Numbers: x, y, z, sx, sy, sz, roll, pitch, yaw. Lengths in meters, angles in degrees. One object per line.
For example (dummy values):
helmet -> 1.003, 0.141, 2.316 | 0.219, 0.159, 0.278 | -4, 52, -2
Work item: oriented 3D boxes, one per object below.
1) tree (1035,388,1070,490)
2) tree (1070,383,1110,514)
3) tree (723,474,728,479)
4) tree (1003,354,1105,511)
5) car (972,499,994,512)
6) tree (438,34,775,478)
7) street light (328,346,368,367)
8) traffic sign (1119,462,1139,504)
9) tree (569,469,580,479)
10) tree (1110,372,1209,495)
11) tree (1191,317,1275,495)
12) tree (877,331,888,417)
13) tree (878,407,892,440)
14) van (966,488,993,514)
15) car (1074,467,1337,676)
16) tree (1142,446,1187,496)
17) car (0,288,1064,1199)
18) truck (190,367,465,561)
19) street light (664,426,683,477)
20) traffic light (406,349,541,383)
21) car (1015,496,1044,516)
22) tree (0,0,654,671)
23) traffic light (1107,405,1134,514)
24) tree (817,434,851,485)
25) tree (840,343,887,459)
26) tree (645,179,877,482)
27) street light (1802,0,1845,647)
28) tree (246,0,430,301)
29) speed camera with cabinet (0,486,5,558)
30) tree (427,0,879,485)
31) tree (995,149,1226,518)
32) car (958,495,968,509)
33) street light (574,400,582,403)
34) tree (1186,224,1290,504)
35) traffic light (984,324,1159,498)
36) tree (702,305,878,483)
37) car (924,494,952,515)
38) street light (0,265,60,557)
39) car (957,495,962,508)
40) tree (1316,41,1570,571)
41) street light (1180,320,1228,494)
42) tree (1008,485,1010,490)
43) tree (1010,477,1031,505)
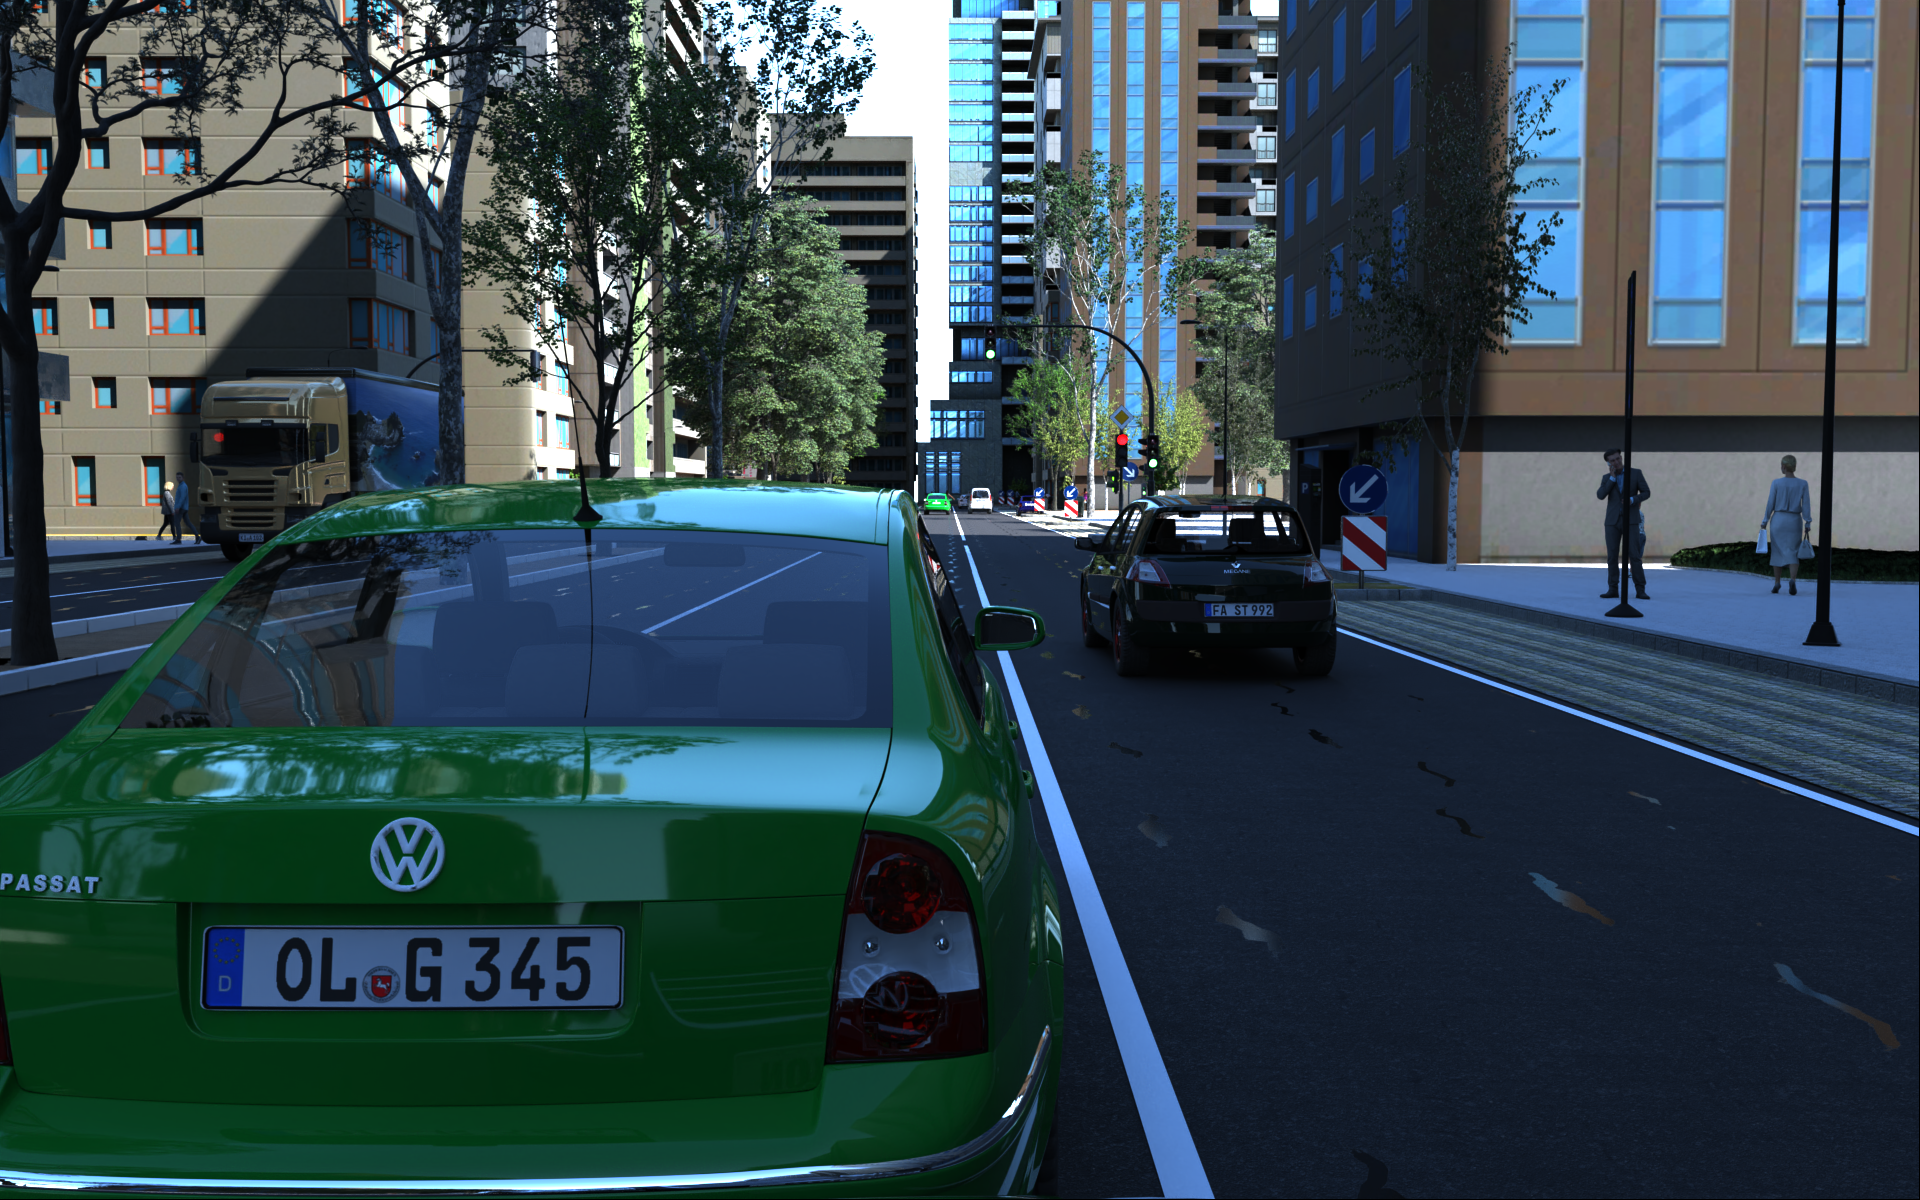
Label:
tree -> 7.380, -10.222, 117.495 | 4.737, 8.622, 4.395 | 0, 3, 0
tree -> 9.610, -9.943, 112.927 | 4.737, 8.622, 4.395 | 0, 3, 0
tree -> -20.238, -9.411, 148.466 | 1.663, 3.219, 1.824 | 0, 3, 0
tree -> 6.993, -12.412, 128.689 | 9.928, 11.665, 9.643 | 0, 3, 0
car -> 1.738, -7.871, 141.055 | 2.083, 1.381, 4.827 | 0, 4, -1
tree -> -8.030, -6.783, 39.120 | 9.928, 11.665, 9.643 | 0, 3, 0
street light -> -19.212, -5.002, 54.327 | 1.470, 5.913, 1.316 | 0, 4, 0
traffic sign -> 6.692, -4.190, 68.611 | 0.768, 2.556, 0.104 | 0, 4, 3
tree -> -20.524, -5.820, 89.758 | 1.663, 3.219, 1.824 | 0, 3, 0
tree -> 12.469, -9.459, 105.019 | 4.737, 8.622, 4.395 | 0, 3, 0
tree -> 11.627, -7.449, 72.157 | 4.360, 8.622, 3.978 | 0, 3, 0
tree -> -8.184, -11.088, 90.399 | 9.857, 13.997, 8.962 | 0, 3, 0
tree -> -8.088, -10.002, 100.397 | 8.767, 10.594, 7.601 | 0, 4, 0
van -> 1.426, -7.261, 125.722 | 2.013, 2.044, 4.112 | 0, 4, -2
car -> 2.045, -0.322, 15.045 | 2.009, 1.686, 4.222 | 0, 4, -1
tree -> 7.140, -4.188, 63.074 | 1.663, 3.219, 1.824 | 0, 3, 0
car -> -0.723, 0.265, 4.469 | 1.959, 1.807, 4.718 | 0, 4, 0
truck -> -14.531, -3.165, 40.654 | 2.839, 4.237, 11.283 | 0, 4, 1
street light -> -19.560, -8.899, 118.042 | 1.470, 5.913, 1.316 | 0, 4, 0
traffic light -> -15.602, -4.882, 54.495 | 4.771, 5.953, 1.251 | 0, 4, 0
car -> 4.522, -6.084, 112.050 | 1.945, 1.354, 3.894 | 0, 3, 0
tree -> -7.732, -6.186, 13.971 | 12.009, 13.543, 11.850 | 0, 3, 0
traffic light -> 5.067, -4.018, 54.614 | 0.839, 4.253, 0.868 | 0, 4, 0
tree -> -8.264, -9.453, 107.375 | 4.737, 8.622, 4.395 | 0, 3, 0
tree -> -8.600, -11.406, 114.700 | 9.928, 11.665, 9.643 | 0, 3, 0
tree -> -8.219, -9.906, 71.069 | 9.857, 13.997, 8.962 | 0, 3, 0
street light -> 6.794, -2.570, 14.562 | 1.470, 5.913, 1.316 | 0, 4, 0
tree -> -9.194, -10.346, 27.503 | 12.611, 20.169, 13.585 | 0, 3, 0
speed camera with cabinet -> -19.339, -2.396, 33.504 | 0.660, 3.252, 2.038 | 0, 4, -2
tree -> -9.514, -12.307, 59.559 | 12.611, 20.169, 13.585 | 0, 3, 0
tree -> 7.985, -14.523, 93.334 | 12.611, 20.169, 13.585 | 0, 3, 0
car -> 0.813, -9.524, 168.081 | 2.083, 1.381, 4.827 | 0, 3, 0
street light -> -19.434, -6.942, 86.049 | 1.470, 5.913, 1.316 | 0, 4, 0
tree -> 15.109, -10.601, 79.977 | 9.857, 13.997, 8.962 | 0, 3, 0
traffic light -> 3.029, -4.392, 46.474 | 4.771, 5.953, 1.251 | 0, 4, 0
tree -> -8.504, -8.807, 80.868 | 8.767, 10.594, 7.601 | 0, 4, 0
car -> -1.571, -6.841, 120.648 | 1.959, 1.807, 4.718 | 0, 4, 1
street light -> -18.990, -3.840, 35.325 | 1.470, 5.913, 1.316 | 0, 4, 0
car -> 0.733, -9.944, 174.939 | 2.083, 1.381, 4.827 | 0, 4, 0
tree -> 8.197, -4.805, 28.924 | 4.360, 8.622, 3.978 | 0, 3, 0
street light -> 6.556, -4.510, 46.283 | 1.470, 5.913, 1.316 | 0, 4, 0
tree -> 6.201, -12.583, 200.338 | 1.663, 3.219, 1.824 | 0, 3, 0
tree -> 6.781, -11.997, 190.744 | 1.663, 3.219, 1.824 | 0, 3, 0
